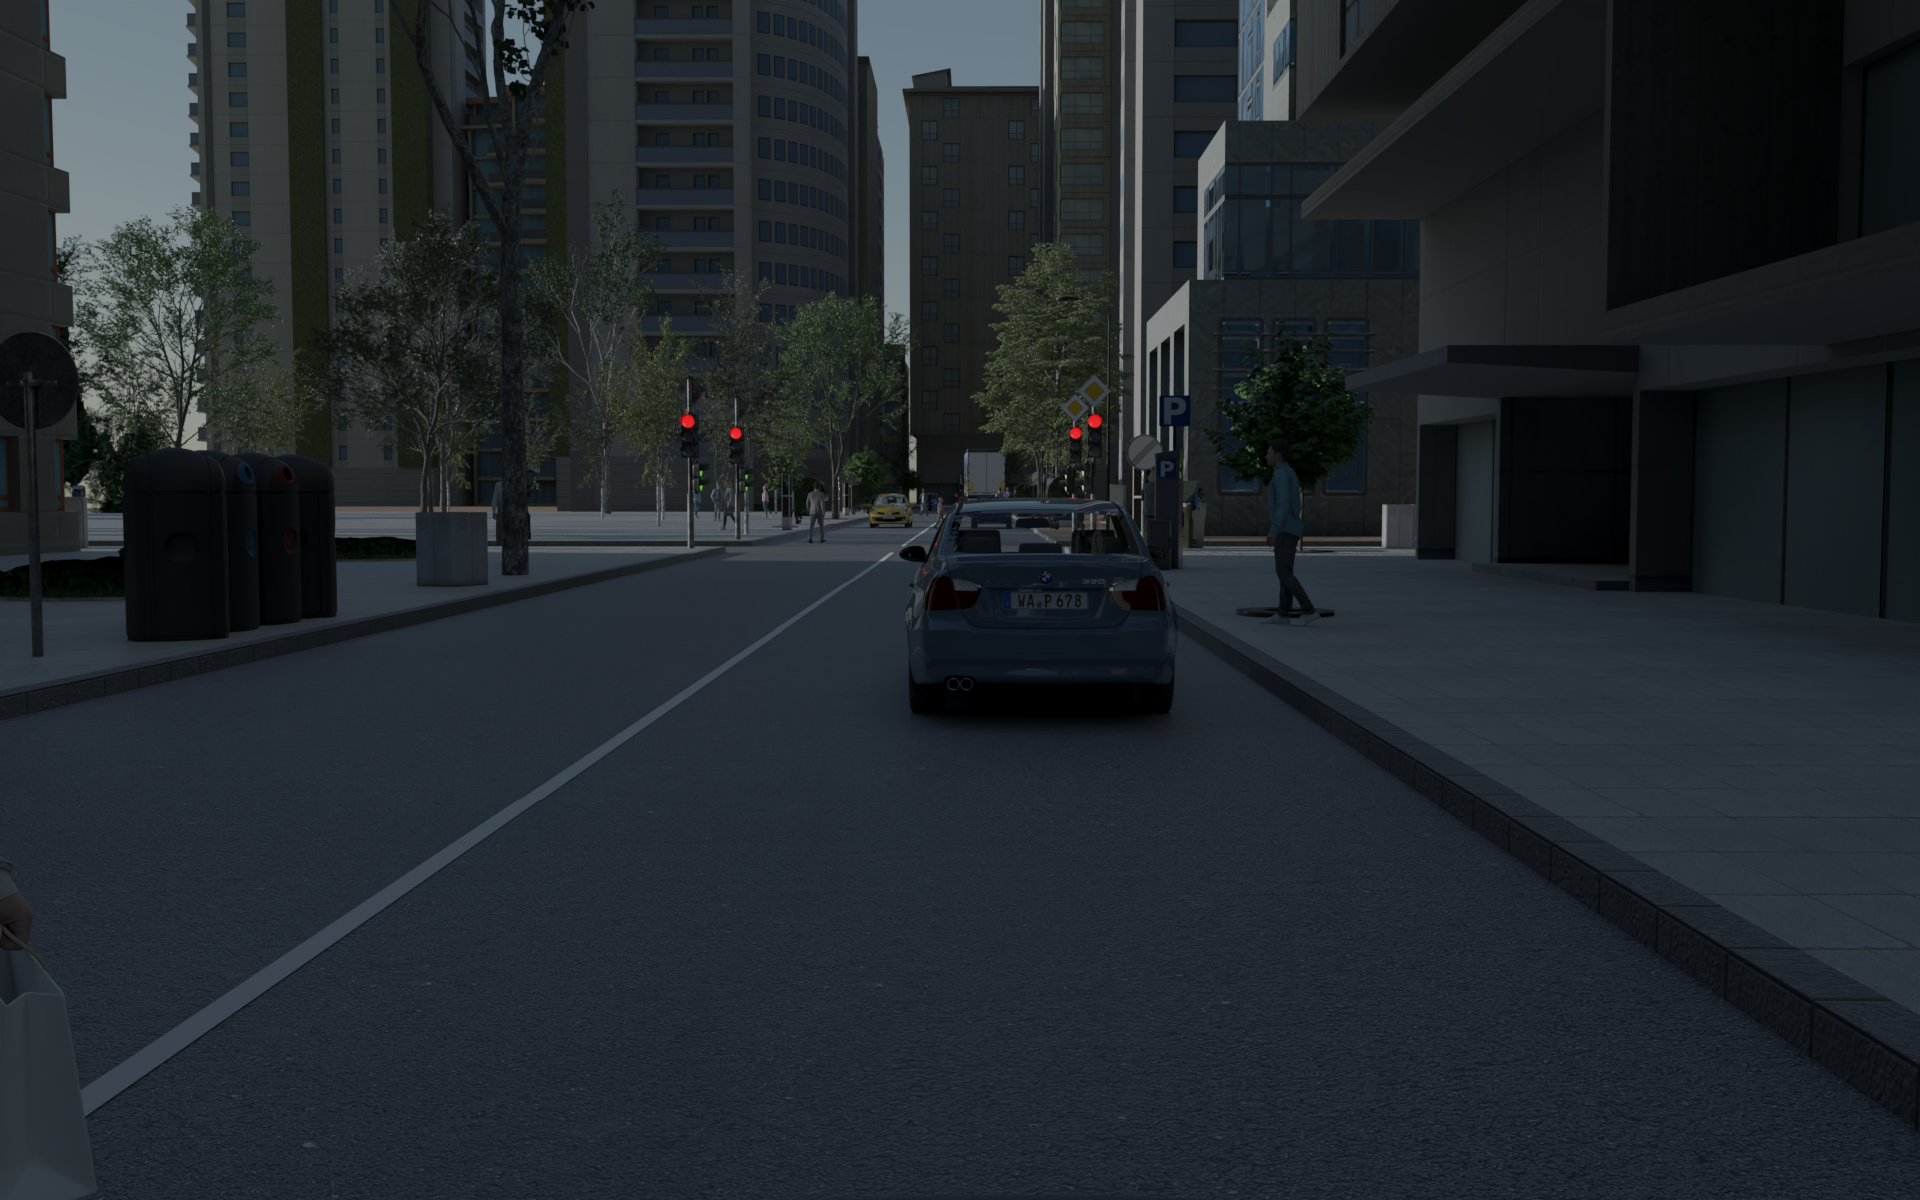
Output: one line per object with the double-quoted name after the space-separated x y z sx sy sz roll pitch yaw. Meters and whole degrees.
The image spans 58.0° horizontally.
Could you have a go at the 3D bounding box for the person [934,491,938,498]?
-2.286 -9.381 162.823 0.436 1.711 0.756 2 4 30 "person"

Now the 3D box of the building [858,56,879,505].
-15.574 -32.095 174.868 14.600 45.320 14.200 0 4 1 "building"

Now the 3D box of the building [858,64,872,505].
-15.654 -29.145 160.109 14.154 41.232 14.086 0 4 1 "building"

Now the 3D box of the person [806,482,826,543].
-4.199 -2.556 50.570 0.678 1.792 0.850 1 4 19 "person"

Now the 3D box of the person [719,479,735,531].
-8.086 -3.339 60.813 0.728 1.800 0.709 -2 4 -29 "person"

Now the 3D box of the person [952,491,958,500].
-0.533 -9.942 171.581 0.750 1.759 0.617 -1 4 -11 "person"

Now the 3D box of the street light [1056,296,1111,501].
2.954 -4.168 40.694 1.470 5.913 1.316 0 4 1 "street light"

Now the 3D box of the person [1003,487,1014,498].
2.385 -4.821 87.499 0.721 1.800 0.419 1 4 18 "person"

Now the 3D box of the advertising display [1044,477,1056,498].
3.488 -3.690 65.537 0.123 1.923 0.974 3 4 37 "advertising display"

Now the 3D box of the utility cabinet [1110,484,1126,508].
3.621 -1.888 39.540 0.318 1.500 1.173 1 4 9 "utility cabinet"

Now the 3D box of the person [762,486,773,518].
-10.440 -5.345 94.099 0.598 1.740 0.731 0 4 -7 "person"

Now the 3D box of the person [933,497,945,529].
-0.790 -3.520 70.324 0.640 1.303 0.475 -2 4 -26 "person"

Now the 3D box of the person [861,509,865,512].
-6.875 -6.847 122.667 0.332 1.250 0.352 -1 4 -10 "person"

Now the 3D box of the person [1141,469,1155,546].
4.069 -1.841 36.329 0.537 1.800 0.526 2 4 33 "person"

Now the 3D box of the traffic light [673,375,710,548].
-6.334 -3.172 40.790 0.839 4.253 0.868 0 4 1 "traffic light"

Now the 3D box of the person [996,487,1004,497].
2.157 -5.166 93.232 0.678 1.792 0.850 -1 4 -20 "person"

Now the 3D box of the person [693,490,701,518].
-14.143 -5.302 92.998 0.793 1.790 0.793 -1 4 -13 "person"

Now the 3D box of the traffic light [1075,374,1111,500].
3.127 -3.167 40.706 0.839 4.253 0.868 0 4 1 "traffic light"

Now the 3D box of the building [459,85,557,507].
-36.922 -32.492 185.869 28.867 44.769 22.147 0 4 1 "building"

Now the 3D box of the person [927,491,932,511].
-2.619 -8.491 148.131 0.445 1.727 0.742 0 4 -4 "person"

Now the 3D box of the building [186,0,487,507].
-65.795 -39.391 186.036 28.212 58.520 21.231 0 4 1 "building"

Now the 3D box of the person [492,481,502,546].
-8.332 -1.566 31.876 0.478 1.798 0.641 0 4 -1 "person"

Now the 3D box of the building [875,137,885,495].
-15.398 -30.991 190.298 14.086 41.232 14.154 0 4 1 "building"

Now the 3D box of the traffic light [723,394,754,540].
-6.249 -3.661 48.774 0.839 4.253 0.868 0 4 1 "traffic light"

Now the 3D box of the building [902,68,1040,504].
6.966 -38.784 223.362 27.495 52.752 28.713 0 4 1 "building"

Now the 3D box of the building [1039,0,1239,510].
18.815 -39.132 181.801 21.231 58.520 28.212 0 4 1 "building"

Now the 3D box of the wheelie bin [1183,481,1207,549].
5.416 -2.028 41.070 0.693 1.594 0.980 -3 5 -44 "wheelie bin"

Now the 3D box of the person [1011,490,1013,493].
5.524 -10.703 181.974 0.756 1.711 0.436 3 5 39 "person"

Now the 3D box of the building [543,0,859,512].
-19.558 -36.437 137.749 21.231 58.520 28.212 0 4 1 "building"

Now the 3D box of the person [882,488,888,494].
-6.042 -8.067 138.620 1.217 1.739 0.721 1 4 22 "person"

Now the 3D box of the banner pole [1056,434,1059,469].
4.004 -4.991 71.617 0.401 3.779 0.863 0 4 6 "banner pole"

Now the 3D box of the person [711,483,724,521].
-11.485 -4.655 82.254 0.635 1.810 0.391 -3 5 -43 "person"

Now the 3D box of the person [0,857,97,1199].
-1.512 0.406 2.208 0.694 1.780 0.624 -2 4 -30 "person"

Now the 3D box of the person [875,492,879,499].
-7.803 -9.398 162.887 0.628 1.438 0.799 -3 4 -36 "person"

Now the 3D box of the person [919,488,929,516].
-2.299 -6.306 111.580 0.713 1.824 0.794 -2 4 -31 "person"

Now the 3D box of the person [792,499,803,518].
-8.773 -5.290 92.444 0.836 1.842 0.656 -1 4 -22 "person"

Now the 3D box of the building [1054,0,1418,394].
22.251 -34.499 153.304 28.713 52.752 27.495 0 4 1 "building"

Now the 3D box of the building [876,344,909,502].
-21.545 -23.200 224.356 28.899 21.520 27.650 0 4 1 "building"

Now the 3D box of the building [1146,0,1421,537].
22.487 -45.753 60.741 31.000 86.520 22.319 0 4 1 "building"

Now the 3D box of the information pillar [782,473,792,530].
-6.166 -3.501 61.726 0.304 2.012 0.304 1 4 13 "information pillar"

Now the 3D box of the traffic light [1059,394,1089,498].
3.212 -3.656 48.690 0.839 4.253 0.868 0 4 1 "traffic light"

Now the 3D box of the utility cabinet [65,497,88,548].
-21.186 -1.819 40.904 1.020 1.237 0.306 -1 4 -9 "utility cabinet"

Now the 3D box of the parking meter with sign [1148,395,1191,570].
3.586 -2.056 29.879 0.543 3.016 1.738 1 4 15 "parking meter with sign"

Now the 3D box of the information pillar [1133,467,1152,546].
3.960 -2.027 37.639 0.304 2.012 0.304 -3 5 -42 "information pillar"

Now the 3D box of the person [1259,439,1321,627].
3.227 -0.664 16.913 0.620 1.820 0.660 1 4 16 "person"

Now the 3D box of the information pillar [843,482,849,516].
-6.785 -6.035 103.172 0.304 2.012 0.304 -1 4 -22 "information pillar"

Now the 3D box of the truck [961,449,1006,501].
1.549 -7.584 112.904 2.839 4.237 11.283 0 4 -1 "truck"

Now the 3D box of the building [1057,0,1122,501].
14.352 -27.442 132.269 14.154 41.232 14.086 0 4 1 "building"

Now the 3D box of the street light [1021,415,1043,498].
3.496 -6.890 85.187 1.470 5.913 1.316 0 4 1 "street light"

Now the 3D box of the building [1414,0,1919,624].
19.918 -26.358 20.192 28.713 52.752 27.495 0 4 1 "building"

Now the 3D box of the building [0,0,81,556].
-34.351 -10.983 24.618 28.899 21.520 27.650 0 4 1 "building"
